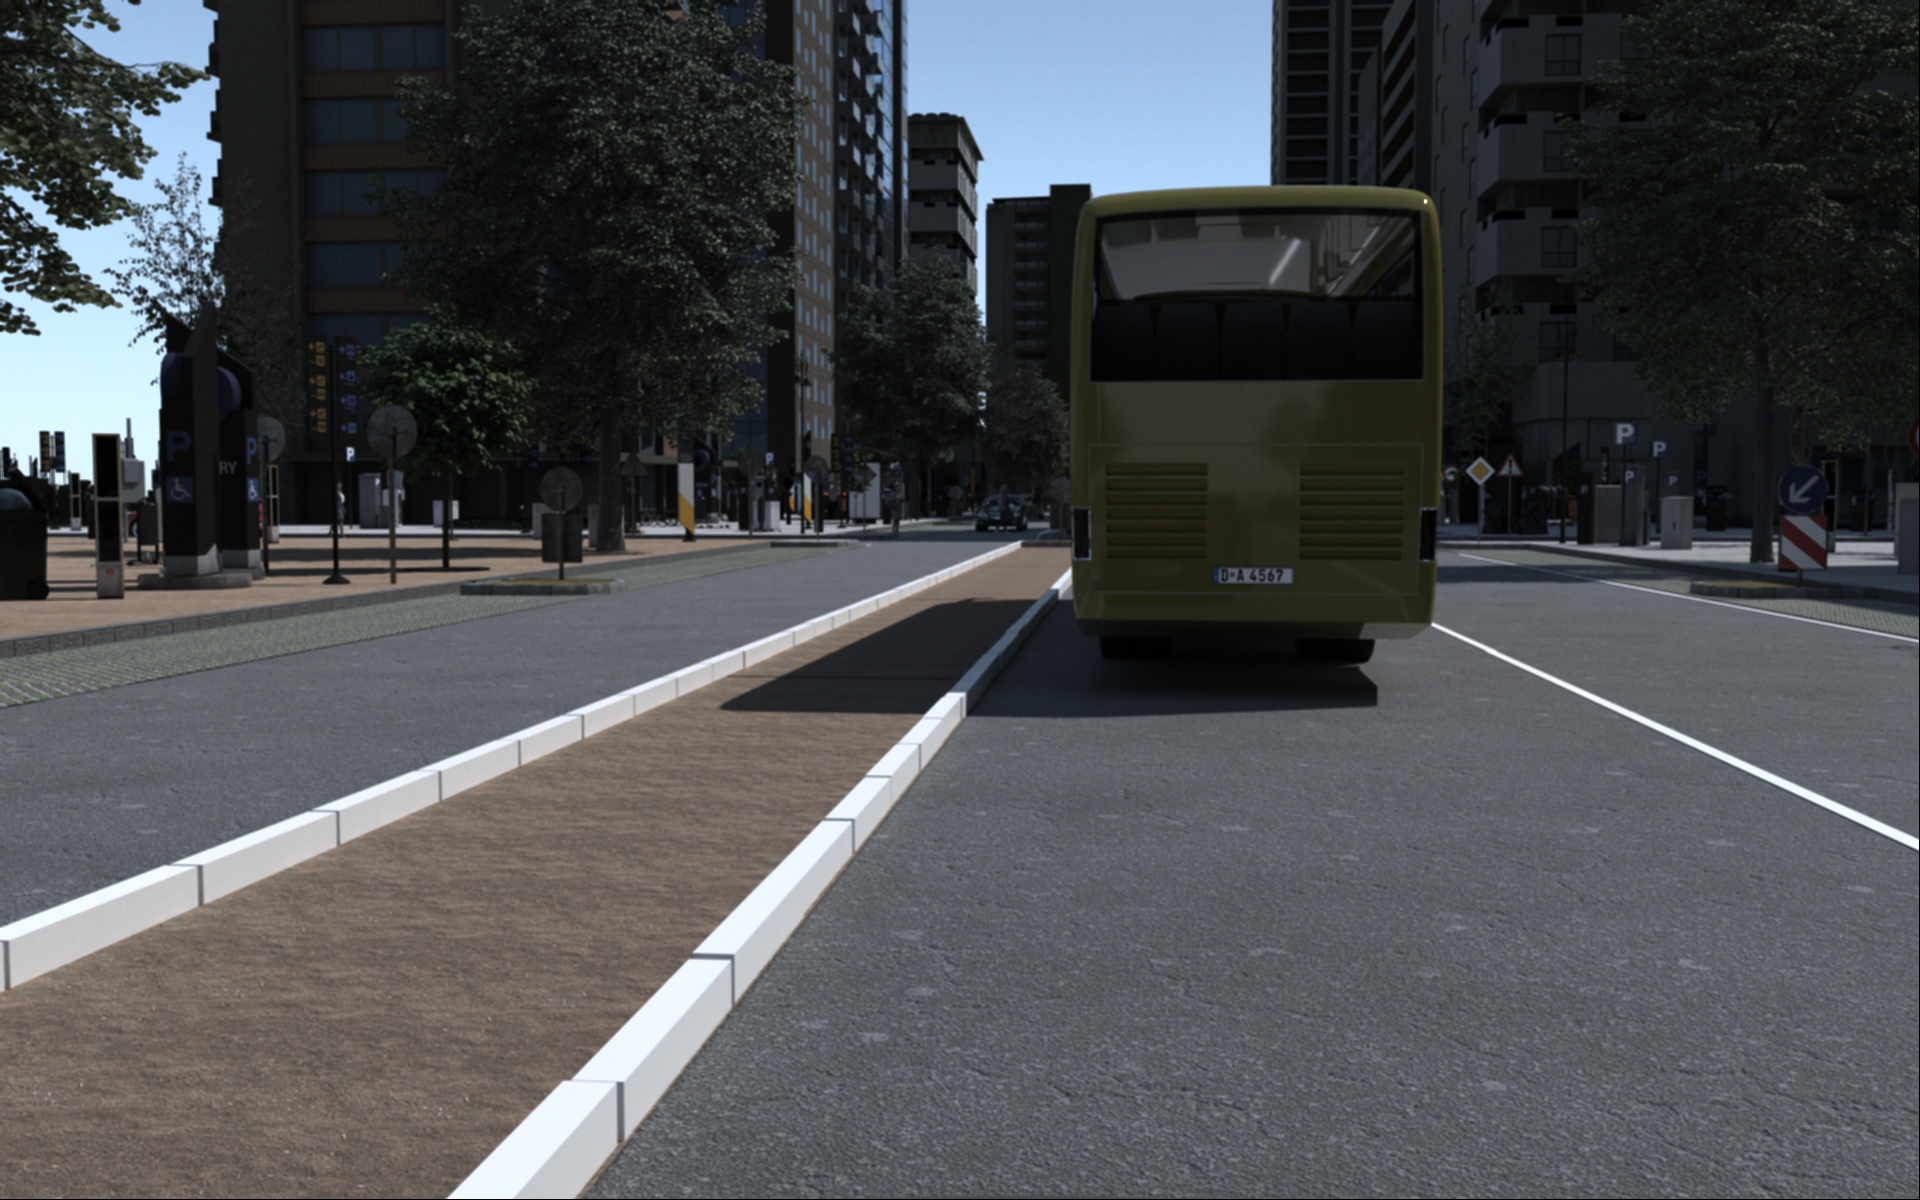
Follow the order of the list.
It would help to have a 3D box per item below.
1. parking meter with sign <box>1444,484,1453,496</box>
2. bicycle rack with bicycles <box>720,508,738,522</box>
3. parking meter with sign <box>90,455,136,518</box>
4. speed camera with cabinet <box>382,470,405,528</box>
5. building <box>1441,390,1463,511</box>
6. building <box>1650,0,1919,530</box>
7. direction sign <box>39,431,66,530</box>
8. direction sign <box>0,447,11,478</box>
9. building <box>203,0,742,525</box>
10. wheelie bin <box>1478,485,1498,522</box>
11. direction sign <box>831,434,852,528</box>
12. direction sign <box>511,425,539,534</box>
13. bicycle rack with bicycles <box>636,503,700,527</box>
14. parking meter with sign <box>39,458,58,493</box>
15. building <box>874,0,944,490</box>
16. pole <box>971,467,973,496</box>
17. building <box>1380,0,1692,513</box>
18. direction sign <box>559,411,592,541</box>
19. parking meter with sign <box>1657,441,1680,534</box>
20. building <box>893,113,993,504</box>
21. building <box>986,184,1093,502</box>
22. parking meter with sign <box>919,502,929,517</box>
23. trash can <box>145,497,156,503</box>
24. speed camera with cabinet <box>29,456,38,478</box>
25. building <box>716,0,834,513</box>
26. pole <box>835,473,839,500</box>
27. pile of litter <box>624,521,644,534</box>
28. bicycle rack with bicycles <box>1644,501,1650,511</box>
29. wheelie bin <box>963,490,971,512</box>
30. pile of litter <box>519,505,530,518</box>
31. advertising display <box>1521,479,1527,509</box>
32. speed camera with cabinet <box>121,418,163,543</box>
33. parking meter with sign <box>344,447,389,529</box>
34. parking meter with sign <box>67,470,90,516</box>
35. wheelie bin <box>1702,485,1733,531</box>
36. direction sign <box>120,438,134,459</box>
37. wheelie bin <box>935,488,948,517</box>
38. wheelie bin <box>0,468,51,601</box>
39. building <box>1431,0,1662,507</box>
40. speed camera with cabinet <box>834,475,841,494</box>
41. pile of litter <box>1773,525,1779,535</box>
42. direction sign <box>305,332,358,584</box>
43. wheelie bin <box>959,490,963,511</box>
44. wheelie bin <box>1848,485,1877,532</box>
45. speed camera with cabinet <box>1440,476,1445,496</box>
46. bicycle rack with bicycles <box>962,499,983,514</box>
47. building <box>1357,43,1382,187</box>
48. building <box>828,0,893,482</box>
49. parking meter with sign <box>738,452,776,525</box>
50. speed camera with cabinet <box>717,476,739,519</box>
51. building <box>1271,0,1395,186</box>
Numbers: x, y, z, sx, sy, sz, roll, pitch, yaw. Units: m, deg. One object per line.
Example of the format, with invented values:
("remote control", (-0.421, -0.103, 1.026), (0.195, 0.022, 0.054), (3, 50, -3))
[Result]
("parking meter with sign", (28.837, -6.616, 104.434), (1.738, 3.016, 0.543), (2, 4, 31))
("bicycle rack with bicycles", (-9.937, -4.147, 81.190), (2.925, 0.926, 2.852), (-1, 4, -16))
("parking meter with sign", (-37.804, -4.965, 77.441), (1.738, 3.016, 0.543), (0, 4, 6))
("speed camera with cabinet", (-21.965, -4.457, 67.200), (0.660, 3.252, 2.038), (-1, 4, -10))
("building", (43.517, -22.143, 133.743), (14.160, 30.474, 14.107), (0, 4, 6))
("building", (40.533, -27.289, 69.871), (21.600, 48.544, 21.300), (0, 4, 6))
("direction sign", (-32.714, -4.312, 62.499), (0.379, 3.537, 0.876), (2, 4, 35))
("direction sign", (-46.132, -5.588, 83.356), (0.379, 3.537, 0.876), (2, 4, 34))
("building", (-23.278, -26.281, 84.316), (22.147, 44.769, 28.867), (0, 4, 6))
("wheelie bin", (18.472, -3.224, 60.619), (0.693, 1.594, 0.980), (1, 4, 12))
("direction sign", (-4.455, -4.470, 65.088), (0.876, 3.537, 0.379), (-2, 4, -32))
("direction sign", (-14.146, -3.935, 56.338), (0.876, 3.537, 0.379), (0, 4, -2))
("bicycle rack with bicycles", (-11.770, -3.381, 68.655), (2.925, 0.926, 2.852), (-1, 4, -19))
("parking meter with sign", (-43.454, -5.233, 81.822), (0.543, 3.016, 1.738), (0, 4, 5))
("building", (-17.960, -53.374, 185.338), (31.000, 86.520, 22.319), (0, 4, 6))
("pole", (0.971, -8.376, 130.795), (0.158, 3.312, 0.155), (0, 3, 0))
("building", (48.860, -32.255, 151.067), (21.300, 48.544, 21.600), (0, 4, 6))
("direction sign", (-10.470, -3.378, 47.235), (0.876, 3.537, 0.379), (0, 4, -1))
("parking meter with sign", (22.823, -3.643, 55.823), (0.543, 3.016, 1.738), (0, 4, 0))
("building", (-9.503, -39.814, 240.202), (27.495, 52.752, 28.713), (0, 4, 6))
("building", (10.662, -33.502, 231.344), (14.086, 41.232, 14.154), (0, 4, 6))
("parking meter with sign", (-2.599, -6.205, 97.718), (1.738, 3.016, 0.543), (0, 4, 6))
("trash can", (-47.330, -5.489, 101.395), (0.748, 1.137, 0.748), (0, 3, 0))
("speed camera with cabinet", (-48.426, -5.782, 88.864), (2.038, 3.252, 0.660), (0, 4, 2))
("building", (-16.906, -28.761, 120.359), (14.600, 45.320, 14.200), (0, 4, 6))
("pole", (-8.344, -7.555, 117.374), (0.158, 3.312, 0.155), (0, 3, 0))
("pile of litter", (-10.935, -2.588, 56.281), (1.176, 0.858, 1.719), (-2, 4, -30))
("bicycle rack with bicycles", (35.920, -4.613, 88.811), (2.852, 0.926, 2.925), (1, 4, 11))
("wheelie bin", (0.319, -7.007, 122.479), (0.980, 1.594, 0.693), (-1, 4, -11))
("pile of litter", (-17.172, -3.379, 69.208), (1.176, 0.858, 1.719), (-1, 4, -11))
("advertising display", (24.120, -4.222, 74.241), (0.123, 1.923, 0.974), (-1, 4, -22))
("speed camera with cabinet", (-21.213, -3.143, 45.727), (2.038, 3.252, 0.660), (-3, 5, -40))
("parking meter with sign", (-21.663, -4.116, 63.565), (1.738, 3.016, 0.543), (1, 4, 16))
("parking meter with sign", (-47.850, -6.011, 94.546), (1.738, 3.016, 0.543), (0, 4, -4))
("wheelie bin", (26.082, -3.165, 59.663), (0.980, 1.594, 0.693), (2, 4, 26))
("direction sign", (-33.619, -4.749, 69.646), (0.876, 3.537, 0.379), (0, 4, 7))
("wheelie bin", (-1.029, -5.416, 96.458), (0.693, 1.594, 0.980), (-1, 4, -11))
("wheelie bin", (-11.445, -0.801, 21.013), (0.693, 1.594, 0.980), (-2, 4, -35))
("building", (45.264, -31.727, 107.974), (28.713, 52.752, 27.495), (0, 4, 6))
("speed camera with cabinet", (-8.415, -7.942, 124.190), (0.660, 3.252, 2.038), (2, 4, 35))
("pile of litter", (26.305, -2.527, 55.276), (1.719, 0.858, 1.176), (-3, 5, -40))
("direction sign", (-8.933, -2.001, 24.708), (0.379, 3.537, 0.876), (2, 4, 29))
("wheelie bin", (-0.471, -5.678, 100.750), (0.980, 1.594, 0.693), (0, 4, -3))
("wheelie bin", (30.796, -3.129, 59.071), (0.980, 1.594, 0.693), (-3, 4, -39))
("speed camera with cabinet", (22.199, -5.288, 80.796), (0.660, 3.252, 2.038), (1, 4, 22))
("bicycle rack with bicycles", (0.392, -6.400, 118.018), (2.852, 0.926, 2.925), (-2, 4, -35))
("building", (46.612, -31.759, 169.366), (14.600, 45.320, 14.200), (0, 4, 6))
("building", (-18.677, -32.271, 147.237), (23.786, 49.044, 30.456), (0, 4, 6))
("parking meter with sign", (-8.459, -4.627, 71.915), (0.543, 3.016, 1.738), (3, 5, 39))
("speed camera with cabinet", (-11.194, -5.443, 83.329), (2.038, 3.252, 0.660), (0, 4, -2))
("building", (52.209, -48.425, 230.001), (20.611, 71.187, 20.563), (0, 4, 6))
